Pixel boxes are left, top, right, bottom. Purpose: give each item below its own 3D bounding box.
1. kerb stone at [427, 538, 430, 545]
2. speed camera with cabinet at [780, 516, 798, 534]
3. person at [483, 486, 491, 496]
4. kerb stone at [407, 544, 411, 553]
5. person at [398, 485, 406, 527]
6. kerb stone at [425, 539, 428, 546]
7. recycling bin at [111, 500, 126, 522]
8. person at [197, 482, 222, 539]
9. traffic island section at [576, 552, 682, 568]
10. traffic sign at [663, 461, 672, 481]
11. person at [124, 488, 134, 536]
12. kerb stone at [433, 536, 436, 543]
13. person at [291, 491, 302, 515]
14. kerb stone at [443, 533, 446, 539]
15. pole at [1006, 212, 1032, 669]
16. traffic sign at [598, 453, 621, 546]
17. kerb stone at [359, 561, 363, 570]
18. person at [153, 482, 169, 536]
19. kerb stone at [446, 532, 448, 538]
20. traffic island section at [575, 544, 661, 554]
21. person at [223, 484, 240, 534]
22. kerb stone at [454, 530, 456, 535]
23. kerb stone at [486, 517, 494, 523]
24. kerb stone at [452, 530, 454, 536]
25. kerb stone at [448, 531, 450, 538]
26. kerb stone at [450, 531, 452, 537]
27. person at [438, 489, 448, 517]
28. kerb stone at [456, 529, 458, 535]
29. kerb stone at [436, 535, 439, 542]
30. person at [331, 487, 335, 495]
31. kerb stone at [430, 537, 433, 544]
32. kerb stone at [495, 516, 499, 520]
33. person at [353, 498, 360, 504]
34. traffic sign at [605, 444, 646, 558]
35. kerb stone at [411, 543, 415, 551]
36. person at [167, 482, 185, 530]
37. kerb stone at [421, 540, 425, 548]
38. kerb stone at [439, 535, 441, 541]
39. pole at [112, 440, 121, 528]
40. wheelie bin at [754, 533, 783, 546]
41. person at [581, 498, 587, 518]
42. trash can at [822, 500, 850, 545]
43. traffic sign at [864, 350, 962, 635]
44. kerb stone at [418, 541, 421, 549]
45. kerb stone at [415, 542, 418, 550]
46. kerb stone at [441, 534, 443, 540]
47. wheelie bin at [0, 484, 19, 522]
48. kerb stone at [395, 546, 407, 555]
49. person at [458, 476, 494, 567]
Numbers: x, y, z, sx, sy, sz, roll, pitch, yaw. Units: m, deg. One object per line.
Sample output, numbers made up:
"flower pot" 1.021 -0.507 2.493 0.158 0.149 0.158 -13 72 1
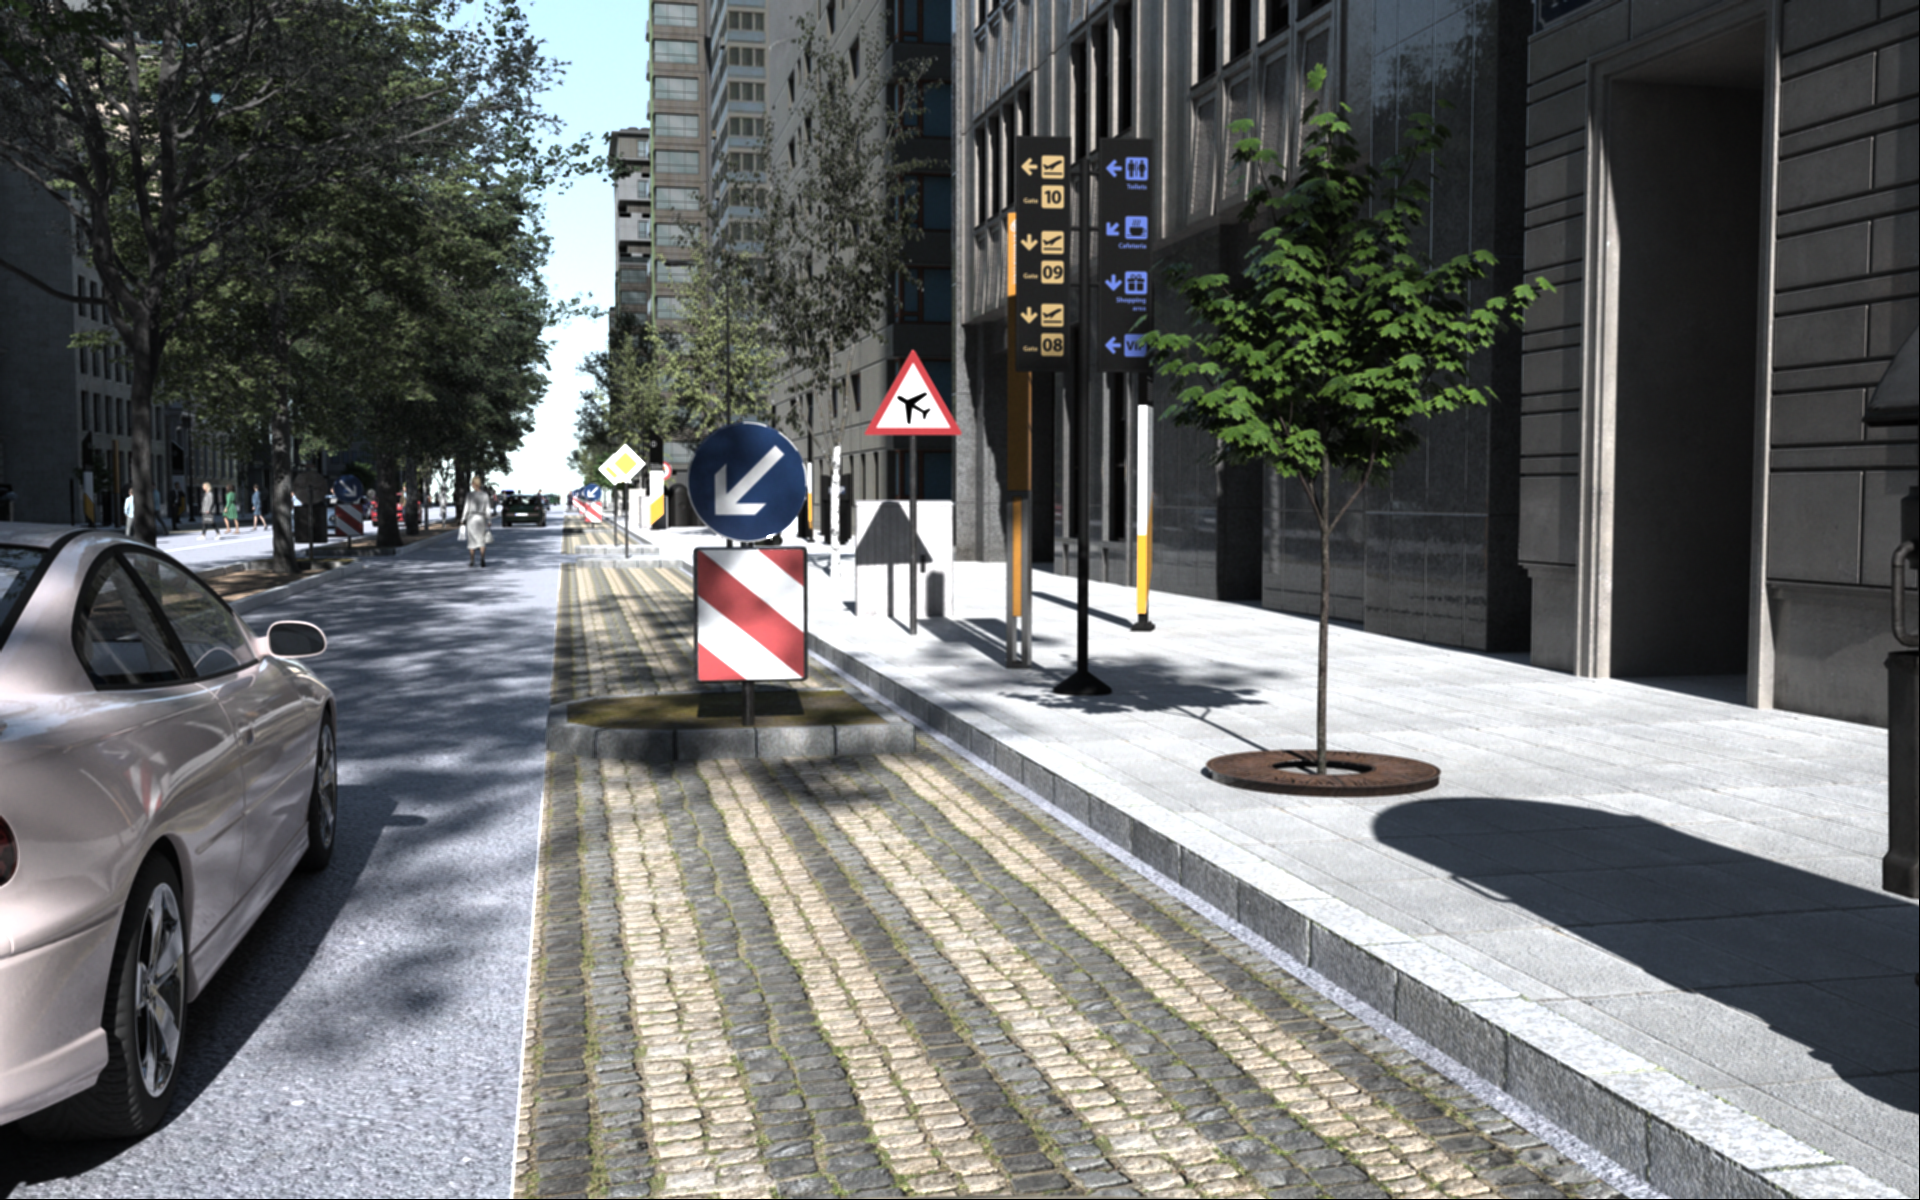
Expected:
"kerb stone" -14.874 -1.583 48.081 0.120 0.150 1.000 -1 4 -13
"speed camera with cabinet" -5.721 -3.815 56.707 0.660 3.252 2.038 -1 4 -14
"person" -26.151 -5.357 95.451 0.474 1.900 0.648 1 4 15
"kerb stone" -13.505 -1.216 42.082 0.120 0.150 1.000 -1 4 -13
"person" -23.974 -4.072 74.984 0.656 1.842 0.836 -1 4 -23
"kerb stone" -14.645 -1.522 47.076 0.120 0.150 1.000 -1 4 -13
"recycling bin" -38.169 -4.055 78.848 0.722 1.027 0.722 3 5 39
"person" -23.660 -2.808 54.596 0.728 1.800 0.709 -3 4 -39
"traffic island section" -6.642 -0.756 34.645 2.009 0.180 2.903 -1 4 -13
"traffic sign" -11.374 -4.036 66.093 0.768 2.556 0.104 0 4 -7
"person" -23.425 -2.371 49.076 0.589 1.601 0.330 -3 5 -42
"kerb stone" -15.331 -1.705 50.073 0.120 0.150 1.000 -1 4 -13
"person" -27.111 -3.797 70.673 0.616 1.811 0.778 -2 4 -28
"kerb stone" -16.238 -1.947 54.077 0.120 0.150 1.000 -1 4 -13
"pole" 0.436 -1.153 12.687 0.158 3.312 0.155 0 3 0
"traffic sign" -8.435 -2.367 42.349 0.795 2.450 0.064 -1 4 -13
"kerb stone" -11.329 -0.631 32.506 0.120 0.150 1.000 -1 4 -13
"person" -27.547 -3.118 59.339 0.748 1.841 0.638 0 4 7
"kerb stone" -16.462 -2.003 55.075 0.120 0.150 1.000 -1 4 -13
"traffic island section" -8.414 -1.232 42.432 2.009 0.180 2.903 -1 4 -13
"person" -26.272 -3.282 62.410 0.529 1.795 0.600 0 4 -8
"kerb stone" -17.367 -2.255 59.066 0.120 0.150 1.000 -1 4 -13
"kerb stone" -24.423 -4.150 90.041 0.120 0.150 1.000 -1 4 -13
"kerb stone" -17.145 -2.192 58.068 0.120 0.150 1.000 -1 4 -13
"kerb stone" -16.689 -2.068 56.075 0.120 0.150 1.000 -1 4 -13
"kerb stone" -16.915 -2.133 57.072 0.120 0.150 1.000 -1 4 -13
"person" -32.863 -6.193 110.025 0.678 1.792 0.850 0 4 -2
"kerb stone" -17.598 -2.316 60.061 0.120 0.150 1.000 -1 4 -13
"kerb stone" -15.550 -1.766 51.071 0.120 0.150 1.000 -1 4 -13
"person" -26.078 -3.850 72.206 0.466 1.731 0.760 1 4 16
"kerb stone" -15.097 -1.643 49.078 0.120 0.150 1.000 -1 4 -13
"kerb stone" -25.790 -4.516 96.036 0.120 0.150 1.000 -1 4 -13
"person" -31.787 -5.042 91.107 0.590 1.801 0.661 -2 4 -29
"traffic sign" -6.663 -1.891 34.563 0.795 2.450 0.064 -1 4 -13
"kerb stone" -13.726 -1.270 43.088 0.120 0.150 1.000 -1 4 -13
"person" -30.885 -3.698 68.318 0.474 1.900 0.648 0 4 7
"kerb stone" -14.417 -1.461 46.080 0.120 0.150 1.000 -1 4 -13
"kerb stone" -15.786 -1.828 52.084 0.120 0.150 1.000 -1 4 -13
"pole" -31.809 -4.372 65.326 0.158 3.312 0.155 0 3 0
"wheelie bin" -4.807 -2.140 42.904 0.693 1.594 0.980 1 4 17
"person" -22.230 -5.733 102.474 0.600 1.795 0.529 1 4 14
"trash can" -3.135 -1.972 43.900 0.748 1.137 0.748 0 3 0
"traffic sign" -0.427 -0.962 15.727 0.884 2.594 0.081 0 4 -8
"kerb stone" -14.188 -1.400 45.081 0.120 0.150 1.000 -1 4 -13
"kerb stone" -13.960 -1.336 44.082 0.120 0.150 1.000 -1 4 -13
"kerb stone" -16.012 -1.882 53.081 0.120 0.150 1.000 -1 4 -13
"wheelie bin" -29.117 -2.735 52.620 0.980 1.594 0.693 -1 4 -17
"kerb stone" -13.283 -1.155 41.079 0.120 0.150 1.000 -1 4 -13
"person" -9.488 -1.532 33.906 0.694 1.780 0.624 -1 4 -11
